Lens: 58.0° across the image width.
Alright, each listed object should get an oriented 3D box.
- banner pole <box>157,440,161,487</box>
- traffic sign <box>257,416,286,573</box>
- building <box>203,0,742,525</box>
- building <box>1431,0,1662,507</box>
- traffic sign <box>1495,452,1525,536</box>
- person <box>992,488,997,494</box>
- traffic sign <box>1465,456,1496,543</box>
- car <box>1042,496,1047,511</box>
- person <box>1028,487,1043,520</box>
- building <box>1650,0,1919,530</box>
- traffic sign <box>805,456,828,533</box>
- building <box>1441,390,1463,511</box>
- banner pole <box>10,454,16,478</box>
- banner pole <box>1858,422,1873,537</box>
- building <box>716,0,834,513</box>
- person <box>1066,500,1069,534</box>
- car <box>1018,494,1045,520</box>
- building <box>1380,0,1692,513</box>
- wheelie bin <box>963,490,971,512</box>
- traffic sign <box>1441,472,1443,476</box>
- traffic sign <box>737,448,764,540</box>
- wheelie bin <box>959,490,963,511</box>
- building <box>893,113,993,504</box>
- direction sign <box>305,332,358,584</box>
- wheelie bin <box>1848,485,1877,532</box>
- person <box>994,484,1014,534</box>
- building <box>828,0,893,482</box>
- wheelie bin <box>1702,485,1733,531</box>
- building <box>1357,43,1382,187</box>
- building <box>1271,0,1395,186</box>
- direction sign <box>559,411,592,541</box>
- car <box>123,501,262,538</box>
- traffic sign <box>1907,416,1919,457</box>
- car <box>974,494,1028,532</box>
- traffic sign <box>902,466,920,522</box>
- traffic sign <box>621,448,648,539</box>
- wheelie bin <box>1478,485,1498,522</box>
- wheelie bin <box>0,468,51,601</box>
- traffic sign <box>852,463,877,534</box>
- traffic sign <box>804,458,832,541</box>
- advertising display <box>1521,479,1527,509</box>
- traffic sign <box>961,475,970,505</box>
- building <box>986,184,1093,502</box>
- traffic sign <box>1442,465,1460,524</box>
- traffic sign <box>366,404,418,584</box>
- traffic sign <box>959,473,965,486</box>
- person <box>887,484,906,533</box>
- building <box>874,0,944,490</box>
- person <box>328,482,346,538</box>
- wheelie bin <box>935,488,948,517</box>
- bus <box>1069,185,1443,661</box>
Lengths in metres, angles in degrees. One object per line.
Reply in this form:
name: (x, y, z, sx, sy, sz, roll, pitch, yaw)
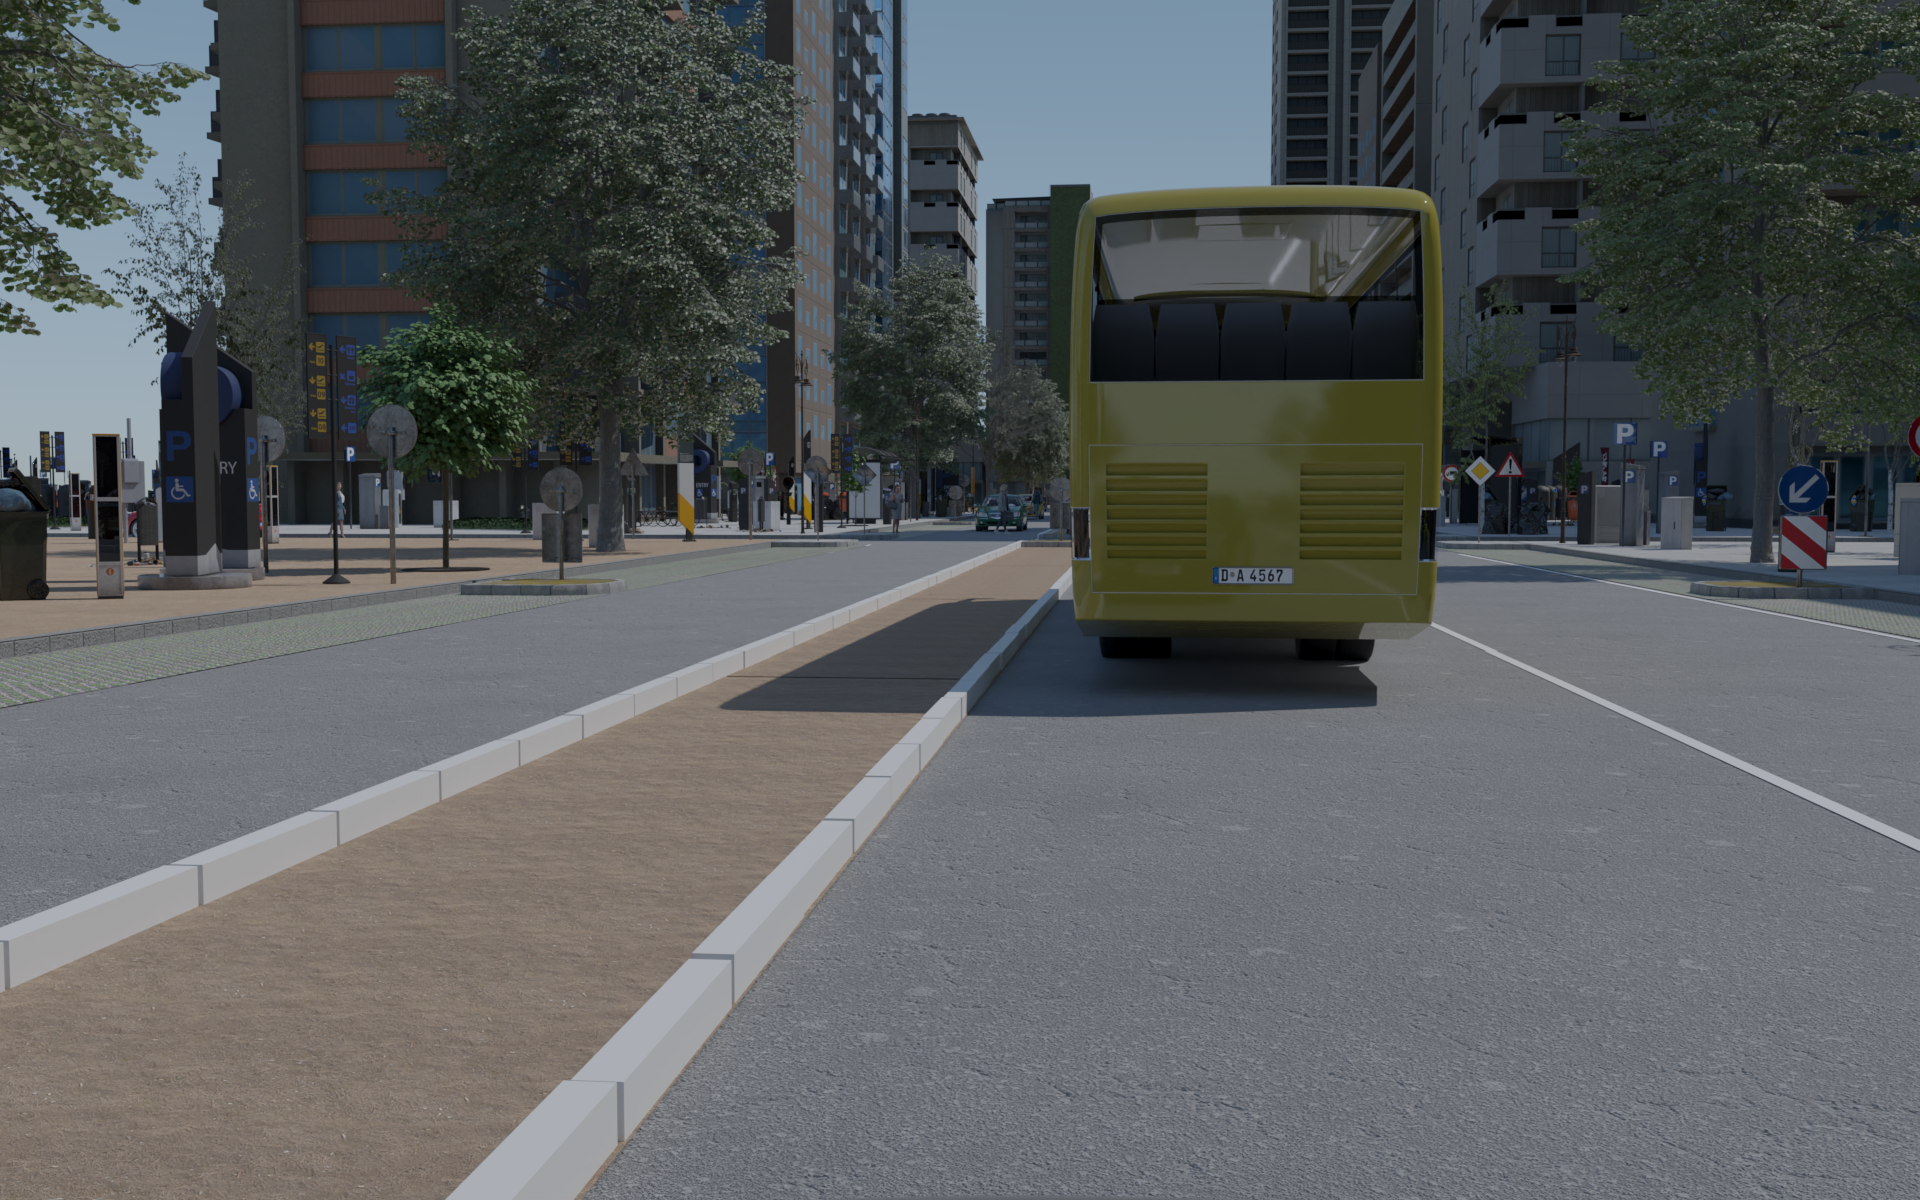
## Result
banner pole: (-32.481, -4.944, 70.849, 0.863, 3.779, 0.401, 2, 4, 25)
traffic sign: (-11.296, -1.713, 28.117, 0.768, 2.556, 0.104, 1, 4, 12)
building: (-23.278, -26.281, 84.316, 22.147, 44.769, 28.867, 0, 4, 6)
building: (45.264, -31.727, 107.974, 28.713, 52.752, 27.495, 0, 4, 6)
traffic sign: (16.945, -3.264, 53.378, 0.884, 2.594, 0.081, 1, 4, 12)
person: (1.904, -5.246, 94.945, 0.731, 1.740, 0.598, 3, 4, 37)
traffic sign: (13.697, -2.570, 45.668, 0.795, 2.450, 0.064, 0, 4, 6)
car: (6.179, -7.923, 142.124, 1.945, 1.354, 3.894, 0, 4, 7)
person: (4.115, -5.250, 94.324, 0.794, 1.824, 0.713, -2, 4, -24)
building: (40.533, -27.289, 69.871, 21.600, 48.544, 21.300, 0, 4, 6)
traffic sign: (-4.764, -3.502, 57.364, 0.768, 2.556, 0.104, 1, 4, 9)
building: (43.517, -22.143, 133.743, 14.160, 30.474, 14.107, 0, 4, 6)
banner pole: (-58.646, -7.166, 107.174, 0.863, 3.779, 0.401, 1, 4, 13)
banner pole: (27.092, -3.773, 51.699, 0.401, 3.779, 0.863, 2, 4, 26)
building: (-16.906, -28.761, 120.359, 14.600, 45.320, 14.200, 0, 4, 6)
person: (3.942, -3.182, 60.436, 0.656, 1.842, 0.836, -2, 4, -27)
car: (3.832, -5.385, 98.260, 2.015, 1.641, 3.980, 0, 4, 7)
building: (48.860, -32.255, 151.067, 21.300, 48.544, 21.600, 0, 4, 6)
wheelie bin: (0.319, -7.007, 122.479, 0.980, 1.594, 0.693, -1, 4, -11)
traffic sign: (14.534, -3.056, 53.609, 0.795, 2.450, 0.064, 0, 4, 6)
traffic sign: (-5.854, -2.953, 48.393, 0.768, 2.556, 0.104, 1, 4, 10)
wheelie bin: (-0.471, -5.678, 100.750, 0.980, 1.594, 0.693, 0, 4, -3)
building: (-9.503, -39.814, 240.202, 27.495, 52.752, 28.713, 0, 4, 6)
direction sign: (-8.933, -2.001, 24.708, 0.379, 3.537, 0.876, 2, 4, 29)
wheelie bin: (30.796, -3.129, 59.071, 0.980, 1.594, 0.693, -3, 4, -39)
person: (1.565, -3.249, 61.804, 0.728, 1.800, 0.709, 2, 4, 28)
building: (-18.677, -32.271, 147.237, 23.786, 49.044, 30.456, 0, 4, 6)
wheelie bin: (26.082, -3.165, 59.663, 0.980, 1.594, 0.693, 2, 4, 26)
building: (46.612, -31.759, 169.366, 14.600, 45.320, 14.200, 0, 4, 6)
building: (52.209, -48.425, 230.001, 20.611, 71.187, 20.563, 0, 4, 6)
direction sign: (-10.470, -3.378, 47.235, 0.876, 3.537, 0.379, 0, 4, -1)
car: (-23.610, -2.722, 53.543, 4.494, 1.783, 2.155, 0, 4, 6)
traffic sign: (14.979, -1.627, 26.704, 0.768, 2.556, 0.104, 1, 4, 10)
car: (1.645, -3.420, 67.721, 2.131, 1.459, 4.920, 0, 4, 6)
traffic sign: (-2.271, -4.871, 79.644, 0.884, 2.594, 0.081, 1, 4, 14)
traffic sign: (-9.281, -3.007, 49.165, 0.884, 2.594, 0.081, 0, 4, 7)
wheelie bin: (18.472, -3.224, 60.619, 0.693, 1.594, 0.980, 1, 4, 12)
wheelie bin: (-11.445, -0.801, 21.013, 0.693, 1.594, 0.980, -2, 4, -35)
traffic sign: (-3.061, -3.170, 55.477, 0.795, 2.450, 0.064, 0, 4, 6)
traffic sign: (-3.898, -2.685, 47.536, 0.795, 2.450, 0.064, 0, 4, 6)
advertising display: (24.120, -4.222, 74.241, 0.123, 1.923, 0.974, -1, 4, -22)
traffic sign: (0.278, -7.094, 116.092, 0.768, 2.556, 0.104, 1, 4, 11)
building: (10.662, -33.502, 231.344, 14.086, 41.232, 14.154, 0, 4, 6)
traffic sign: (21.181, -4.561, 74.680, 0.768, 2.556, 0.104, 1, 4, 13)
traffic sign: (-8.090, -1.501, 24.651, 0.768, 2.556, 0.104, 0, 4, 7)
traffic sign: (-0.091, -6.328, 103.563, 0.768, 2.556, 0.104, 0, 4, 8)
person: (-2.329, -3.314, 63.045, 0.716, 1.782, 0.532, -2, 4, -30)
building: (-17.960, -53.374, 185.338, 31.000, 86.520, 22.319, 0, 4, 6)
person: (-19.893, -2.864, 55.351, 0.654, 1.822, 0.581, 2, 4, 25)
wheelie bin: (-1.029, -5.416, 96.458, 0.693, 1.594, 0.980, -1, 4, -11)
bus: (2.744, -1.608, 17.837, 2.896, 3.916, 12.252, 0, 4, 7)
